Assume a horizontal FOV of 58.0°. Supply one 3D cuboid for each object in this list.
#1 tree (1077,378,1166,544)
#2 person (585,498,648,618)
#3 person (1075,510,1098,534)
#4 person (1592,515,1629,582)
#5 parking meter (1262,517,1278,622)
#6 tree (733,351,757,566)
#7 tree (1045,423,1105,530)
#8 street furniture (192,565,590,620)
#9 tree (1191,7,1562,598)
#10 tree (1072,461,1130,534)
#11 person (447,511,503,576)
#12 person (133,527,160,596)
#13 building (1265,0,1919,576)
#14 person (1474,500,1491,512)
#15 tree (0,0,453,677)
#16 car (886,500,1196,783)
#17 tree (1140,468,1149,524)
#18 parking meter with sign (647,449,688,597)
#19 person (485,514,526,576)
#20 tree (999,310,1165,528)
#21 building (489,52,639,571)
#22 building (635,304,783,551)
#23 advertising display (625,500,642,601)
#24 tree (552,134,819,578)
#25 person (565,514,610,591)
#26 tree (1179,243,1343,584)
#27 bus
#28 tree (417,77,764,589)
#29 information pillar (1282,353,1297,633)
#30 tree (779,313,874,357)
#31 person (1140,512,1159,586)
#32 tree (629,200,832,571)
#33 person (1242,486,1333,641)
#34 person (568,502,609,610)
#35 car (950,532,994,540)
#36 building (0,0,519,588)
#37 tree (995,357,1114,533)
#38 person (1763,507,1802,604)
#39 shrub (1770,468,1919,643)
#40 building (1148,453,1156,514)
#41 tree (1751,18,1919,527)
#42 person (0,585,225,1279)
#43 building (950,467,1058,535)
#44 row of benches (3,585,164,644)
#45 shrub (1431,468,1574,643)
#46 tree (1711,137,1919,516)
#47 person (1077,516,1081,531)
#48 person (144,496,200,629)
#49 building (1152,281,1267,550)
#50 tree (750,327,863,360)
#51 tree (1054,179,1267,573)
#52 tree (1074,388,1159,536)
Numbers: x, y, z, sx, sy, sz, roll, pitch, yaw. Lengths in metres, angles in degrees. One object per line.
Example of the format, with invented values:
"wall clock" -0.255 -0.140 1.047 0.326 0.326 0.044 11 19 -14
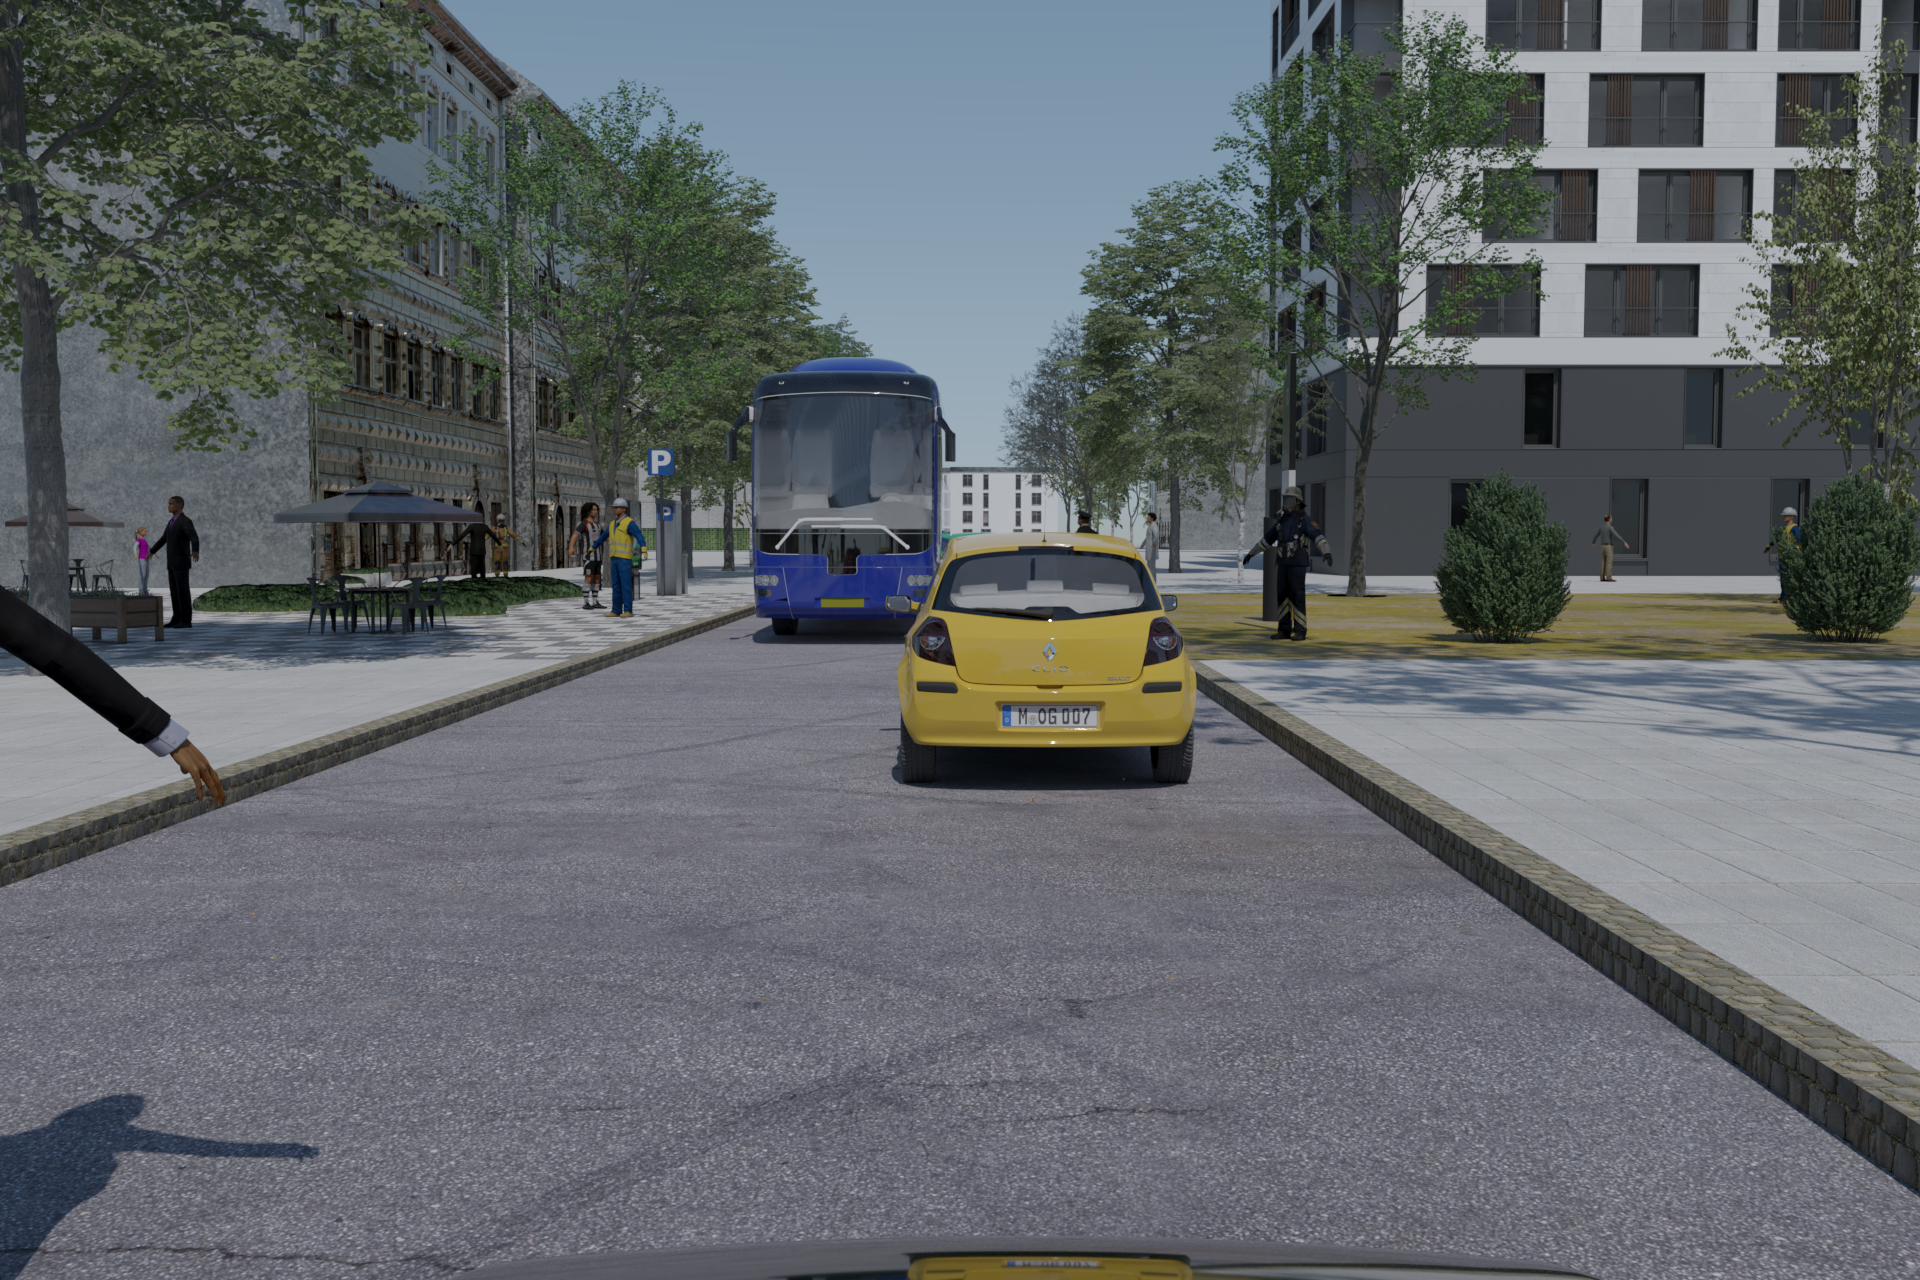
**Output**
"tree" 7.863 -7.781 77.581 4.360 8.622 3.978 0 3 0
"person" -5.234 -1.264 26.629 1.349 1.833 0.705 3 4 36
"person" 2.113 -1.307 29.755 1.347 1.837 0.705 -3 4 -37
"person" 17.387 -2.459 46.470 0.705 1.796 1.348 -1 4 -21
"parking meter" 4.643 -1.043 25.468 0.372 1.533 0.369 0 3 0
"tree" -8.175 -7.251 68.924 4.737 8.622 4.395 0 3 0
"tree" 7.309 -9.422 104.407 4.737 8.622 4.395 0 3 0
"street furniture" -9.807 -0.934 30.899 5.734 0.657 10.072 0 4 1
"tree" 8.245 -6.678 34.936 9.928 11.665 9.643 0 3 0
"tree" 17.297 -18.005 212.510 7.486 12.596 7.792 0 3 0
"person" -10.879 -2.008 39.010 1.347 1.806 0.705 -3 5 -43
"person" -16.784 -1.619 35.733 0.599 1.433 0.991 0 4 0
"building" 25.663 -13.726 68.398 27.936 21.610 32.646 0 3 0
"person" 7.685 -1.206 25.569 0.705 1.847 1.347 2 4 33
"tree" -8.765 -5.957 15.520 7.486 12.596 7.792 0 3 0
"car" 0.495 -0.072 11.400 2.015 1.641 3.980 0 3 0
"tree" 25.999 -18.200 215.689 7.486 12.596 7.792 0 3 0
"parking meter with sign" -6.075 -2.447 36.276 0.543 3.016 1.738 0 4 2
"person" -13.072 -2.667 49.374 1.354 1.858 0.705 -2 4 -27
"tree" 7.063 -11.283 94.854 12.009 13.543 11.850 0 3 0
"building" -23.836 -14.519 68.313 19.493 23.208 18.063 0 4 1
"building" -24.153 -17.276 148.919 16.747 18.905 31.486 0 4 1
"advertising display" -6.290 -1.721 33.345 0.123 1.923 0.974 0 4 2
"tree" -8.027 -8.083 50.287 7.486 12.596 7.792 0 3 0
"person" -8.275 -2.011 39.009 0.705 1.813 1.348 3 5 40
"tree" 7.065 -5.757 44.492 4.360 8.622 3.978 0 3 0
"bus" -1.475 -2.223 27.885 2.896 3.916 12.251 0 4 0
"tree" -8.444 -7.041 40.869 9.928 11.665 9.643 0 3 0
"information pillar" 4.301 -1.915 22.662 0.183 3.616 0.504 0 4 0
"tree" -7.836 -11.753 98.821 9.857 13.997 8.962 0 3 0
"person" 4.615 -2.189 41.978 0.705 1.806 1.347 0 4 -7
"tree" -7.584 -8.648 59.520 7.486 12.596 7.792 0 3 0
"person" 3.991 -0.926 20.912 0.705 1.856 1.354 -3 5 -39
"person" -6.248 -1.427 29.479 0.704 1.843 1.345 2 4 28
"car" 0.448 -1.694 36.485 1.959 1.807 4.718 0 4 1
"building" -24.505 -13.355 49.275 19.493 23.208 18.063 0 3 0
"tree" 7.273 -12.622 116.745 12.009 13.543 11.850 0 3 0
"person" 15.138 -1.553 31.857 0.721 1.772 1.216 0 4 -2
"shrub" 10.615 -1.017 20.667 1.661 2.075 1.752 0 3 0
"building" 24.041 -13.849 168.574 9.099 9.664 28.070 0 4 1
"tree" 13.973 -4.597 25.516 4.737 8.622 4.395 0 3 0
"person" -2.002 0.366 3.200 1.216 1.740 0.721 0 4 -7
"building" -1.825 -16.400 212.741 28.070 9.664 9.099 0 4 -6
"row of benches" -11.554 -0.347 21.130 4.104 0.672 1.422 1 4 21
"shrub" 6.440 -1.010 20.560 1.661 2.075 1.752 0 3 0
"tree" 16.217 -4.962 31.492 4.737 8.622 4.395 0 3 0
"person" 3.712 -2.901 53.364 0.705 1.837 1.347 2 4 32
"person" -10.689 -1.064 23.629 1.346 1.802 0.704 3 4 38
"building" 26.563 -19.204 144.906 19.493 23.208 18.063 0 4 0
"tree" -7.789 -9.809 86.137 9.928 11.665 9.643 0 3 0
"tree" 6.679 -8.445 56.205 7.486 12.596 7.792 0 3 0
"tree" 7.528 -8.090 82.631 4.737 8.622 4.395 0 3 0
